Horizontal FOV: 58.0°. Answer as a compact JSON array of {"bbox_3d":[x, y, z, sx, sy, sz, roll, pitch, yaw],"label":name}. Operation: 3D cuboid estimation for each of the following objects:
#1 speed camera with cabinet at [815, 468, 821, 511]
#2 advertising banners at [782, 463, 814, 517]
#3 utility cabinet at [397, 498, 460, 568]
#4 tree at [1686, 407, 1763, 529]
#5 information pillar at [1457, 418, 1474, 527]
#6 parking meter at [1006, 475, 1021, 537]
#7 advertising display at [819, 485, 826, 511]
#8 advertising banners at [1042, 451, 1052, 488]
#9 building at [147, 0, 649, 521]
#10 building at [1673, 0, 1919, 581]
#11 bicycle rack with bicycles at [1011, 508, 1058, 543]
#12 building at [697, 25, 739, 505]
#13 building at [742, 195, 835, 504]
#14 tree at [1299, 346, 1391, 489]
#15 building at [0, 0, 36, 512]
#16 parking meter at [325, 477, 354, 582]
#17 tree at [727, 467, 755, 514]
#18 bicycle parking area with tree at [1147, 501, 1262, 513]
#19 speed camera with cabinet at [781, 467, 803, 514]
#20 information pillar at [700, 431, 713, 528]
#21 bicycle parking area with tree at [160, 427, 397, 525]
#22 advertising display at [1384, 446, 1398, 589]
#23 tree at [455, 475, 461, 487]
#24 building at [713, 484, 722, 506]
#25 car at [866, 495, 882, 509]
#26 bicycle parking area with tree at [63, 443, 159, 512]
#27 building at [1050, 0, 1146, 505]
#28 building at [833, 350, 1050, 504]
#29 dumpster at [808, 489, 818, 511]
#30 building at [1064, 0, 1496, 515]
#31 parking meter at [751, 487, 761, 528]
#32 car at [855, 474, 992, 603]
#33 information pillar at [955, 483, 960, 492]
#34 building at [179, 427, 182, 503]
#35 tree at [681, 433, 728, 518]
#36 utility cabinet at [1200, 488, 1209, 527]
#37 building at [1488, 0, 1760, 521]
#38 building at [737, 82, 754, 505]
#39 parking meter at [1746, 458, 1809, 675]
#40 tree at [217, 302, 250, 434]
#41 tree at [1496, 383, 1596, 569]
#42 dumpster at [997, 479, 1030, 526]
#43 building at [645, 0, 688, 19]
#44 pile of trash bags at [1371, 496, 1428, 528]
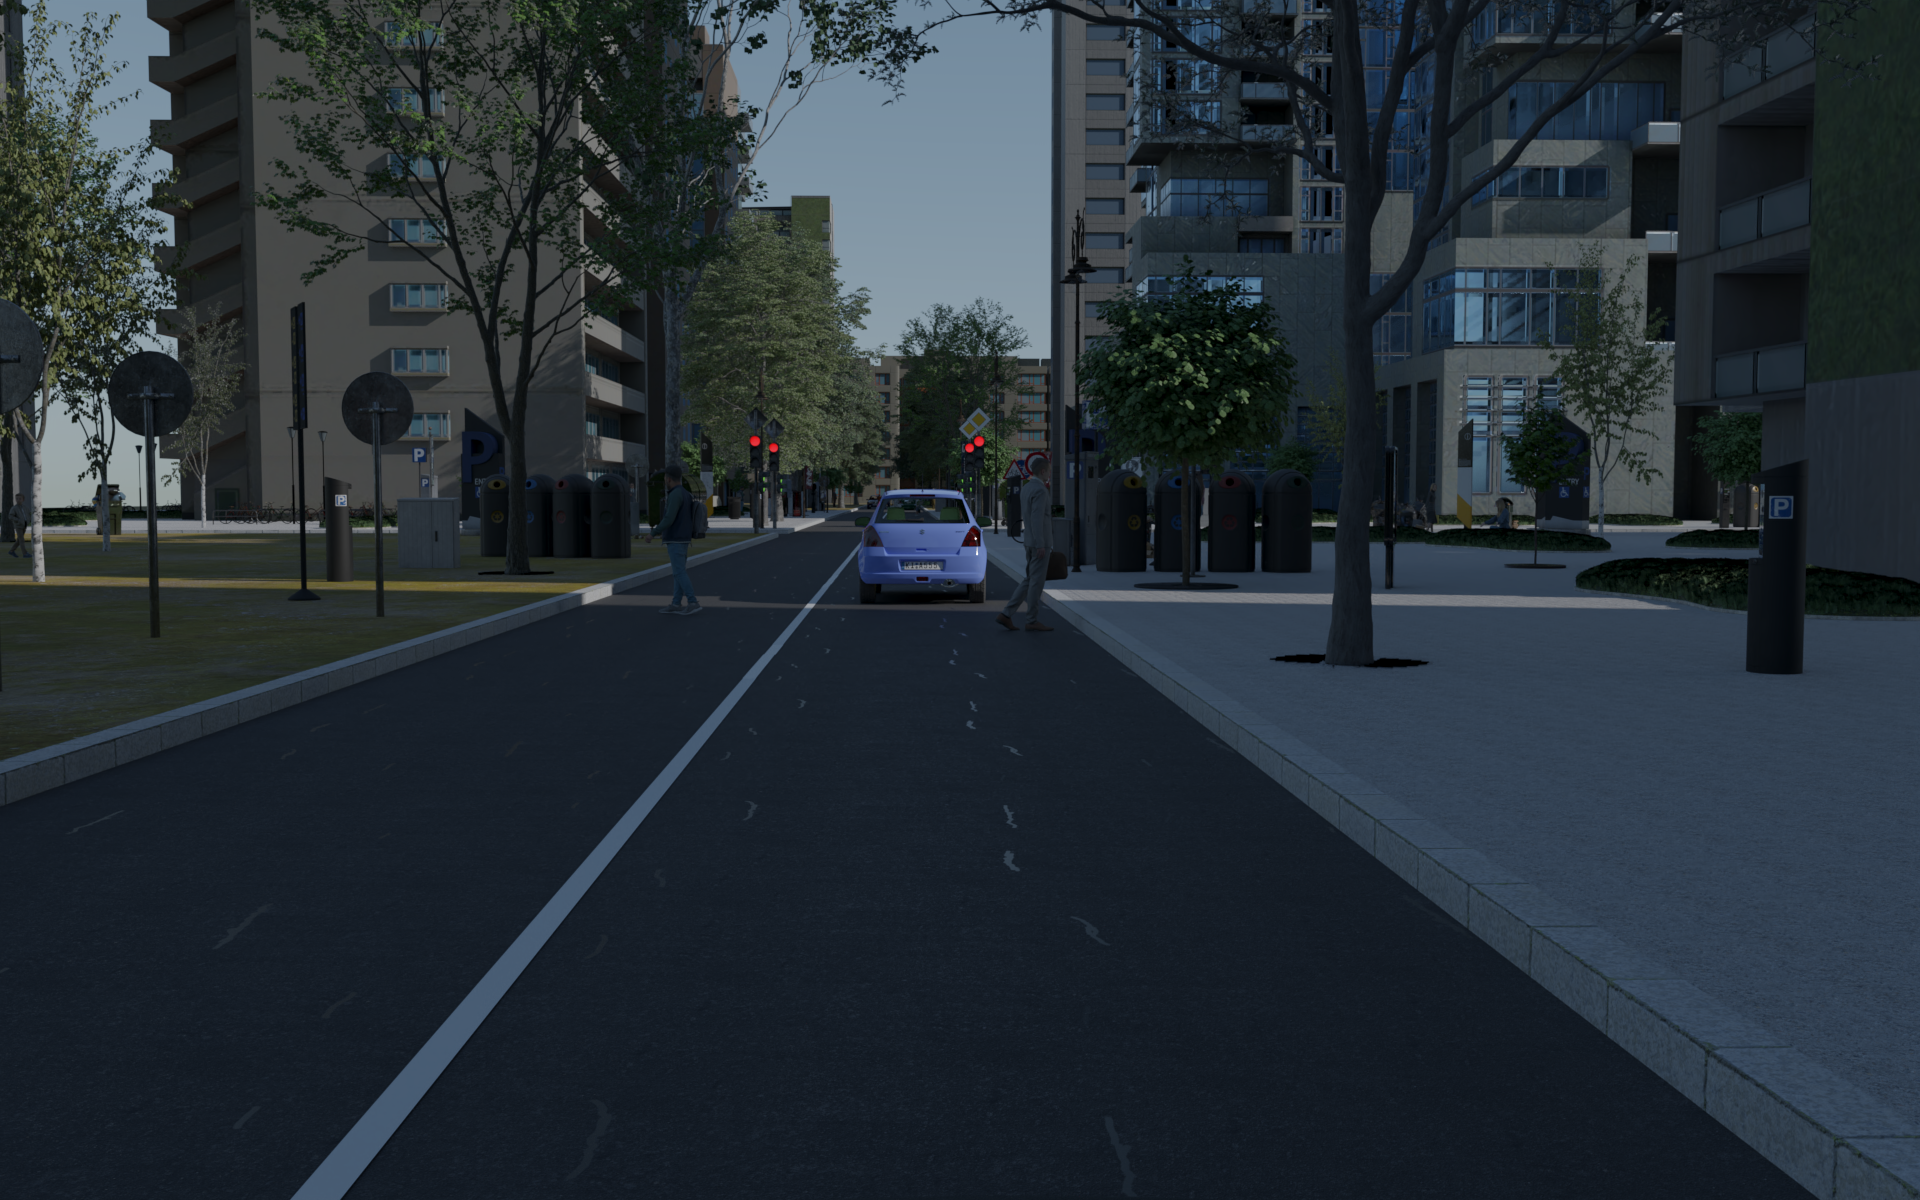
[{"bbox_3d":[-10.696,-8.383,131.397,0.660,3.252,2.038,0,4,4],"label":"speed camera with cabinet"},{"bbox_3d":[-9.258,-6.219,97.864,2.074,3.025,0.090,0,4,0],"label":"advertising banners"},{"bbox_3d":[-9.253,-1.162,30.162,1.020,1.237,0.306,0,4,7],"label":"utility cabinet"},{"bbox_3d":[24.693,-4.329,54.487,4.285,4.588,4.351,0,3,0],"label":"tree"},{"bbox_3d":[15.715,-3.822,53.847,0.504,3.616,0.183,3,5,44],"label":"information pillar"},{"bbox_3d":[1.610,-2.828,51.943,0.399,1.863,0.255,-2,4,-29],"label":"parking meter"},{"bbox_3d":[-10.296,-7.622,129.829,0.123,1.923,0.974,1,4,22],"label":"advertising display"},{"bbox_3d":[2.919,-4.573,70.963,2.074,3.025,0.090,3,4,37],"label":"advertising banners"},{"bbox_3d":[-28.775,-28.555,90.575,21.300,48.544,21.600,0,4,-2],"label":"building"},{"bbox_3d":[19.285,-20.946,26.069,14.154,41.232,14.086,0,4,-2],"label":"building"},{"bbox_3d":[2.681,-1.903,44.488,2.925,0.926,2.852,1,4,19],"label":"bicycle rack with bicycles"},{"bbox_3d":[-29.298,-31.805,170.118,14.600,45.320,14.200,0,4,-2],"label":"building"},{"bbox_3d":[-24.428,-33.980,239.166,14.086,41.232,14.154,0,4,-2],"label":"building"},{"bbox_3d":[18.684,-8.160,83.778,4.737,8.622,4.395,0,3,0],"label":"tree"},{"bbox_3d":[-52.658,-24.139,78.271,14.086,41.232,14.154,0,4,-2],"label":"building"},{"bbox_3d":[-9.096,-1.037,25.373,0.372,1.533,0.369,0,3,0],"label":"parking meter"},{"bbox_3d":[-14.143,-7.084,110.421,1.663,3.219,1.824,0,3,0],"label":"tree"},{"bbox_3d":[12.367,-6.409,91.795,9.016,4.147,8.231,1,4,17],"label":"bicycle parking area with tree"},{"bbox_3d":[-10.791,-7.116,110.682,0.660,3.252,2.038,2,4,29],"label":"speed camera with cabinet"},{"bbox_3d":[-9.464,-4.482,64.637,0.504,3.616,0.183,-2,4,-35],"label":"information pillar"},{"bbox_3d":[-28.547,-5.463,76.326,9.016,4.147,8.231,0,4,7],"label":"bicycle parking area with tree"},{"bbox_3d":[5.897,-1.131,23.708,0.123,1.923,0.974,1,4,17],"label":"advertising display"},{"bbox_3d":[-21.501,-5.004,76.422,1.663,3.219,1.824,0,3,0],"label":"tree"},{"bbox_3d":[-37.843,-28.076,150.922,32.217,40.220,23.993,0,4,-2],"label":"building"},{"bbox_3d":[-7.989,-9.375,165.860,1.945,1.354,3.894,0,3,0],"label":"car"},{"bbox_3d":[-46.813,-6.872,99.352,9.016,4.147,8.231,-1,4,-20],"label":"bicycle parking area with tree"},{"bbox_3d":[19.242,-38.164,165.974,21.231,58.520,28.212,0,4,-2],"label":"building"},{"bbox_3d":[-3.172,-24.602,247.283,28.899,21.520,27.650,0,4,-2],"label":"building"},{"bbox_3d":[-11.218,-7.521,128.719,1.264,1.857,1.865,0,4,-2],"label":"dumpster"},{"bbox_3d":[19.729,-49.147,116.218,22.319,86.520,31.000,0,4,-2],"label":"building"},{"bbox_3d":[-7.735,-3.533,66.177,0.372,1.533,0.369,0,3,0],"label":"parking meter"},{"bbox_3d":[-0.510,-0.883,24.026,1.945,1.707,3.694,0,4,-1],"label":"car"},{"bbox_3d":[-0.146,-6.368,108.610,0.304,2.012,0.304,-1,4,-22],"label":"information pillar"},{"bbox_3d":[-69.088,-53.623,189.405,31.000,86.520,22.319,0,4,-2],"label":"building"},{"bbox_3d":[-13.896,-6.670,92.772,4.285,4.588,4.351,0,3,0],"label":"tree"},{"bbox_3d":[9.075,-3.569,67.031,1.173,1.500,0.318,1,4,10],"label":"utility cabinet"},{"bbox_3d":[36.680,-47.331,86.530,31.000,86.520,22.319,0,4,-2],"label":"building"},{"bbox_3d":[-38.338,-34.911,190.397,30.456,49.044,23.786,0,4,-2],"label":"building"},{"bbox_3d":[5.869,-0.246,12.440,0.372,1.533,0.369,0,3,0],"label":"parking meter"},{"bbox_3d":[-29.031,-7.060,65.796,4.360,8.622,3.978,0,3,0],"label":"tree"},{"bbox_3d":[10.165,-2.170,30.085,1.663,3.219,1.824,0,3,0],"label":"tree"},{"bbox_3d":[2.277,-4.076,69.133,1.502,2.255,1.985,0,4,-2],"label":"dumpster"},{"bbox_3d":[-26.869,-28.868,122.104,14.600,45.320,14.200,0,4,-2],"label":"building"},{"bbox_3d":[16.294,-3.444,66.060,1.912,1.369,3.447,-2,4,-33],"label":"pile of trash bags"}]
